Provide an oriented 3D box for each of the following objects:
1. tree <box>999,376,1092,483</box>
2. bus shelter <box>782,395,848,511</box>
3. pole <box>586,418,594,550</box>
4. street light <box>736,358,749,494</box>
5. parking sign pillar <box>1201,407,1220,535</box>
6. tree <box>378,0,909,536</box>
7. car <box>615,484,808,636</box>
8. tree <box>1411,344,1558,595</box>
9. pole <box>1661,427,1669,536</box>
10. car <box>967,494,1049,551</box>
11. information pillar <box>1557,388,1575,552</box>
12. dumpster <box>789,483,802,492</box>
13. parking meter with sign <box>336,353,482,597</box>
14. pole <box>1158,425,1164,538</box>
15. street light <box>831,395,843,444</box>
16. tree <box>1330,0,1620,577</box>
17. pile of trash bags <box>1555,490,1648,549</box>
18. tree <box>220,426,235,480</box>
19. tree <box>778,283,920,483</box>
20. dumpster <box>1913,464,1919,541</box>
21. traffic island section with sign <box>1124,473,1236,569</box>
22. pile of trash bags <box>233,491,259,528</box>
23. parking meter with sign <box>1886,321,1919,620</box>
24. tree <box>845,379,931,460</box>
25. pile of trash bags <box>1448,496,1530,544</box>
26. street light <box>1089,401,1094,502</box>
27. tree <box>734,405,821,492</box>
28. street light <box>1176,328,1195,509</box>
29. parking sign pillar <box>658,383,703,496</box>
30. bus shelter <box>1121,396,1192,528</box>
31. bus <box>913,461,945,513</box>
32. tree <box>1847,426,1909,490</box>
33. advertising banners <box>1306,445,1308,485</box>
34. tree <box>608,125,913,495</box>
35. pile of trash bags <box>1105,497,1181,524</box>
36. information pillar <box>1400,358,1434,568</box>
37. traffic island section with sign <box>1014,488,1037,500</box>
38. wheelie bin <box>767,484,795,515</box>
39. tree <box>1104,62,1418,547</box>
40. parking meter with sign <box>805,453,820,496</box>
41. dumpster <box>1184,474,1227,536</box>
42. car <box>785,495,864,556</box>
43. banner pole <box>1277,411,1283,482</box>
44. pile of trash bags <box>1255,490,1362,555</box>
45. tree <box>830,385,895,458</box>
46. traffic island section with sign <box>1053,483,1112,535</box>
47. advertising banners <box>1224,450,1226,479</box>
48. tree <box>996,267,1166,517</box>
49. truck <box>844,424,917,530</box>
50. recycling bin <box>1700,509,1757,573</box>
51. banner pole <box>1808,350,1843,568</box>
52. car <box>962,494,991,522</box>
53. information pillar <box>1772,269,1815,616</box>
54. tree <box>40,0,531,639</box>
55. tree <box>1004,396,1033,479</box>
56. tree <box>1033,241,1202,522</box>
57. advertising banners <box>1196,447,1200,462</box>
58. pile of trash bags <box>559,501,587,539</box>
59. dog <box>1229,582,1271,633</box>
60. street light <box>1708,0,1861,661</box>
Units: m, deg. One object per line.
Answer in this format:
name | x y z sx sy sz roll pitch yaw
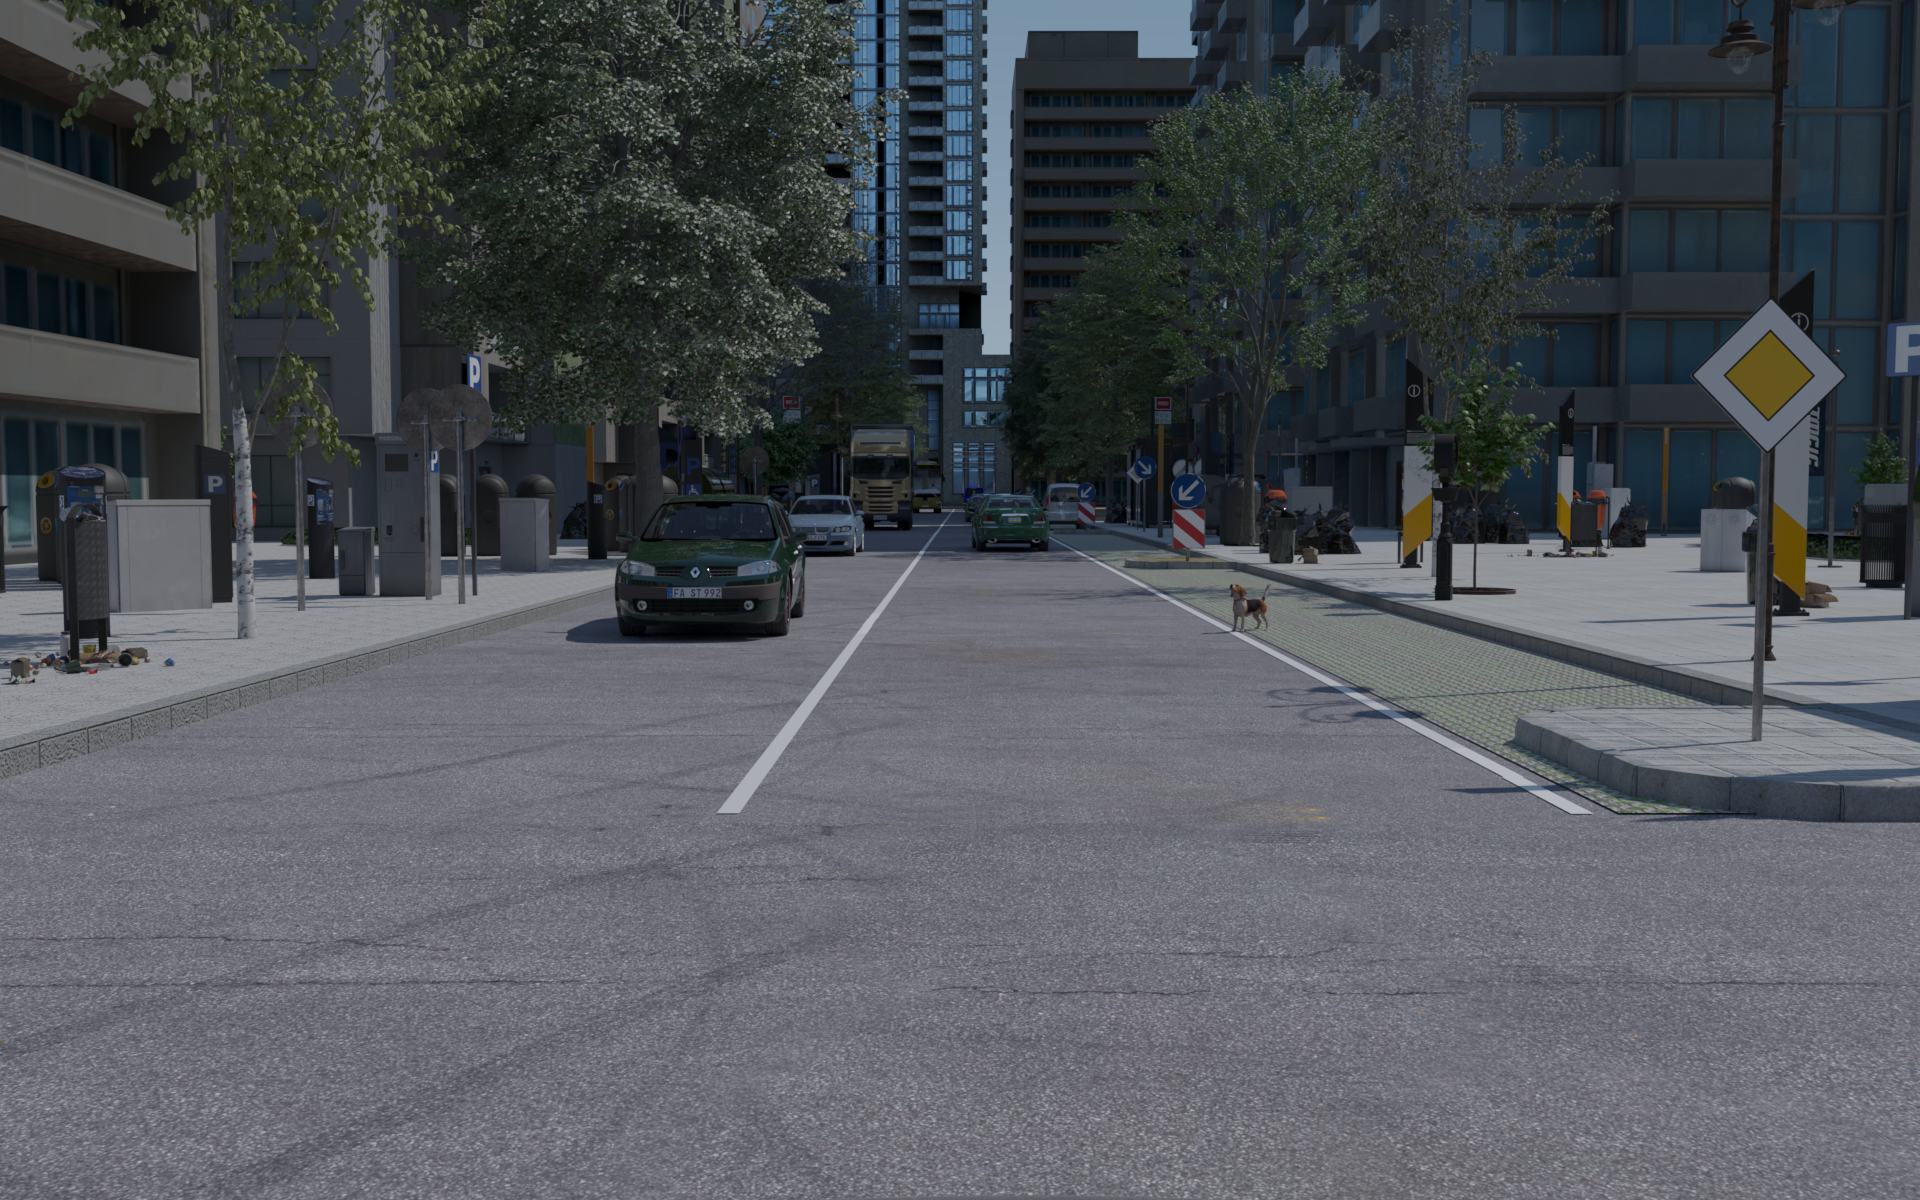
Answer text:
tree | 6.687 -11.189 117.351 8.767 10.594 7.601 1 4 9
bus shelter | -6.109 -5.838 73.083 2.179 5.291 8.768 0 4 0
pole | -8.480 -2.806 39.724 0.158 3.312 0.155 0 3 0
street light | -5.702 -4.382 44.440 0.468 5.910 1.993 0 4 0
parking sign pillar | 7.835 -4.026 54.298 1.447 3.967 1.447 0 4 2
tree | -5.794 -7.658 31.869 9.857 13.997 8.962 0 3 0
car | -2.621 -0.548 18.750 2.009 1.686 4.222 0 4 -2
tree | 6.669 -1.709 22.543 1.663 3.219 1.824 0 3 0
pole | 21.452 -3.599 52.679 0.158 3.312 0.155 0 3 0
car | 1.266 -2.013 44.709 2.131 1.459 4.920 0 4 -2
information pillar | 13.408 -2.872 38.314 0.504 3.616 0.183 -3 5 -39
dumpster | -7.642 -4.584 80.700 1.264 1.857 1.865 0 4 0
parking meter with sign | -6.949 -1.562 21.805 1.738 3.016 0.543 0 4 2
pole | 5.909 -3.495 50.994 0.158 3.312 0.155 0 3 0
street light | -5.643 -6.531 79.570 0.468 5.910 1.993 0 4 0
tree | 7.422 -4.646 26.324 4.360 8.622 3.978 0 3 0
pile of trash bags | 15.550 -1.958 41.763 1.912 1.369 3.447 2 4 26
tree | -18.667 -2.951 42.853 1.663 3.219 1.824 0 3 0
tree | -5.930 -10.716 93.334 7.486 12.596 7.792 0 3 0
dumpster | 6.722 -0.454 9.923 1.502 2.255 1.985 0 4 0
traffic island section with sign | 4.235 -1.531 33.666 1.989 1.847 2.006 0 4 0
pile of trash bags | -18.097 -1.864 40.237 3.447 1.369 1.912 -3 4 -38
parking meter with sign | 10.308 -1.335 18.091 1.738 3.016 0.543 -3 4 -39
tree | -6.435 -13.869 152.518 9.928 11.665 9.643 0 3 0
pile of trash bags | 14.316 -2.154 44.972 3.447 1.369 1.912 1 4 12
street light | 6.359 -6.783 83.695 0.468 5.910 1.993 0 4 0
tree | -6.786 -4.912 64.023 4.285 4.588 4.351 0 3 0
street light | 6.317 -4.610 48.163 0.468 5.910 1.993 0 4 0
parking sign pillar | -6.318 -3.192 40.656 1.447 3.967 1.447 -1 4 -14
bus shelter | 7.630 -5.581 68.876 2.179 5.291 8.768 0 4 0
bus | -2.603 -8.628 132.608 2.896 3.916 12.252 0 4 0
tree | 26.274 -3.370 49.694 1.663 3.219 1.824 0 3 0
advertising banners | 12.571 -4.070 62.732 0.090 3.025 2.074 1 4 12
tree | -6.433 -8.868 55.355 12.009 13.543 11.850 0 3 0
pile of trash bags | 8.065 -4.048 75.942 3.447 1.369 1.912 1 4 9
information pillar | 7.905 -2.360 29.939 0.504 3.616 0.183 0 4 3
traffic island section with sign | 4.483 -6.297 111.576 1.989 1.847 2.006 0 4 0
wheelie bin | -5.613 -2.823 54.066 0.980 1.594 0.693 -1 4 -18
tree | 7.223 -7.117 42.114 9.928 11.665 9.643 0 3 0
parking meter with sign | -5.758 -4.348 67.355 0.543 3.016 1.738 -1 4 -19
dumpster | 7.351 -2.809 51.681 1.264 1.857 1.865 0 3 0
car | -3.258 -1.799 41.408 2.014 1.417 4.499 0 4 1
banner pole | 9.625 -3.807 52.256 0.401 3.779 0.863 1 4 16
pile of trash bags | 7.404 -1.731 38.060 1.912 1.369 3.447 -1 4 -10
tree | -6.409 -9.798 110.558 4.360 8.622 3.978 0 3 0
traffic island section with sign | 4.333 -3.242 61.639 1.989 1.847 2.006 0 4 0
advertising banners | 10.438 -4.409 68.280 0.090 3.025 2.074 1 4 10
tree | 7.434 -11.716 98.213 9.857 13.997 8.962 0 3 0
truck | -3.151 -5.056 71.584 2.839 4.237 11.283 0 4 -1
recycling bin | 12.770 -0.990 28.736 0.722 1.027 0.722 3 5 43
banner pole | 15.100 -2.468 30.374 0.401 3.779 0.863 -2 4 -30
car | 1.189 -4.740 89.290 2.131 1.459 4.920 0 4 -1
information pillar | 8.669 -1.640 18.165 0.504 3.616 0.183 0 4 2
tree | -6.100 -3.964 15.169 4.737 8.622 4.395 0 3 0
tree | 7.371 -14.187 150.078 7.486 12.596 7.792 0 3 0
tree | 7.189 -9.792 78.227 7.486 12.596 7.792 0 3 0
advertising banners | 8.886 -4.116 63.486 0.090 3.025 2.074 0 4 -4
pile of trash bags | -10.208 -2.496 50.564 1.912 1.369 3.447 1 4 14
dog | 3.025 0.076 18.041 0.406 0.507 0.540 1 4 12
street light | 6.209 -2.472 13.203 0.468 5.910 1.993 0 4 0
